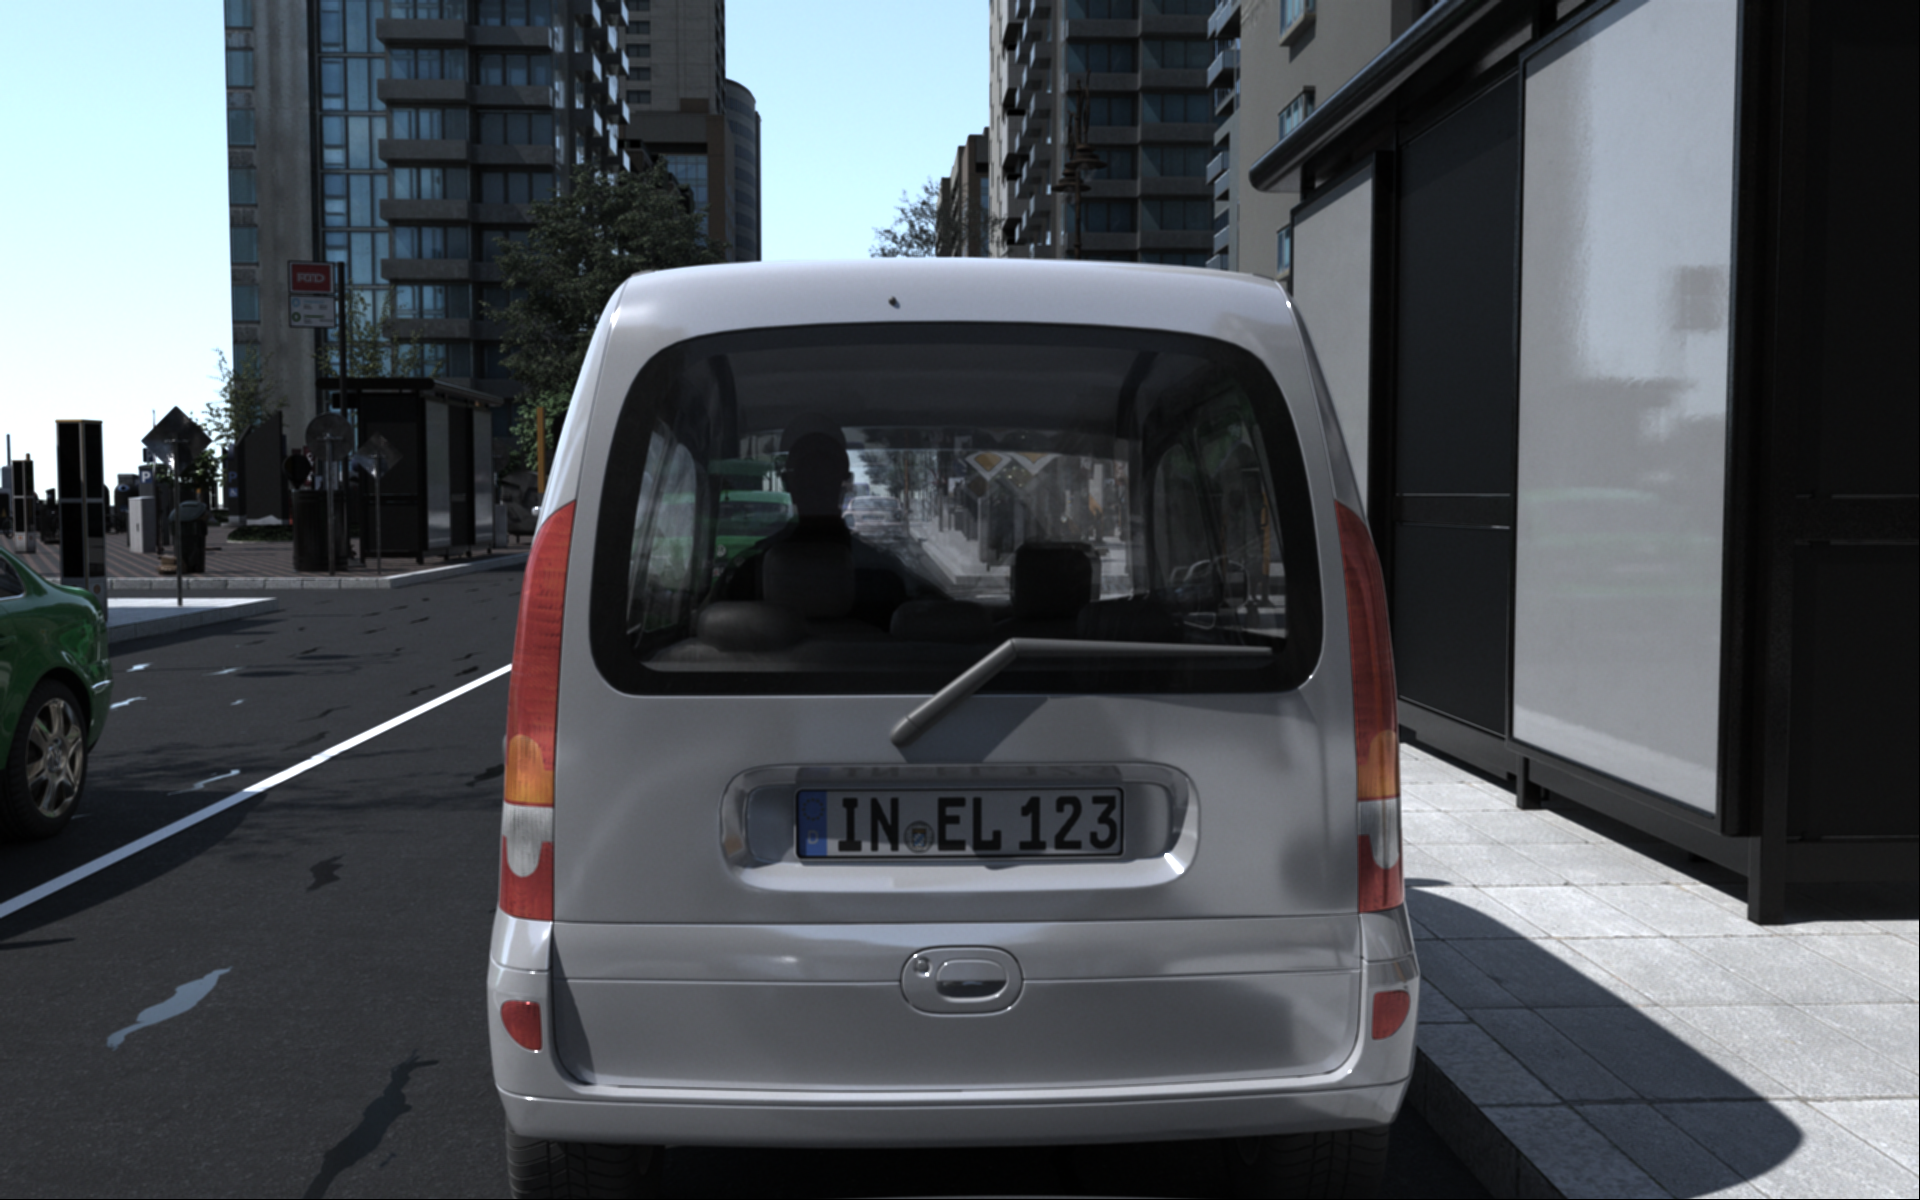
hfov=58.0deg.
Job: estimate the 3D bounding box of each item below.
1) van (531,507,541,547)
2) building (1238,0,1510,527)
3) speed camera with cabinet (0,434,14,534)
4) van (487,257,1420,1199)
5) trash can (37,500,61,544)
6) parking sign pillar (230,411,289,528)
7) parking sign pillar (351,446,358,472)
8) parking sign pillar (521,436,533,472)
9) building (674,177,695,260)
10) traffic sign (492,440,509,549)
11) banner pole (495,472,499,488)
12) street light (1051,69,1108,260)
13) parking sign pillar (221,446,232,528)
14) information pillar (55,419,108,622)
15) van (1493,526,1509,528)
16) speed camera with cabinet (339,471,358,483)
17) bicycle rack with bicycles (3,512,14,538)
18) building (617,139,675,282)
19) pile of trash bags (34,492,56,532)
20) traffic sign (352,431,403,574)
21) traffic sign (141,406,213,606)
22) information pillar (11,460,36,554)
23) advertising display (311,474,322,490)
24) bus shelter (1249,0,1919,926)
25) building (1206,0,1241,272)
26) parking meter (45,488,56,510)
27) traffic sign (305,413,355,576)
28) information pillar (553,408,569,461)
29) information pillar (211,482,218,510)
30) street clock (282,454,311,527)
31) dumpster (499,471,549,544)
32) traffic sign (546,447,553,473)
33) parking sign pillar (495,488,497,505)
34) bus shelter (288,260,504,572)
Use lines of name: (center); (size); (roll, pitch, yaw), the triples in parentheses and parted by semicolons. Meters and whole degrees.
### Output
van: (-5.951, -1.326, 28.690); (2.013, 2.044, 4.112); (0, 4, -2)
building: (18.919, -25.849, 46.326); (21.600, 48.544, 21.300); (0, 4, -3)
speed camera with cabinet: (-31.099, -3.792, 56.336); (0.660, 3.252, 2.038); (0, 4, 0)
van: (-0.082, 0.139, 4.740); (2.013, 2.044, 4.112); (0, 4, -2)
trash can: (-23.278, -2.007, 44.464); (0.748, 1.137, 0.748); (0, 3, 0)
parking sign pillar: (-22.566, -4.154, 56.384); (1.447, 3.967, 1.447); (1, 4, 13)
parking sign pillar: (-33.312, -6.558, 95.698); (1.447, 3.967, 1.447); (-1, 4, -23)
parking sign pillar: (-12.908, -3.989, 53.697); (1.447, 3.967, 1.447); (0, 4, 3)
building: (-31.336, -23.433, 154.831); (14.160, 30.474, 14.107); (0, 4, -3)
traffic sign: (-10.925, -2.473, 40.532); (0.768, 2.556, 0.104); (0, 4, 0)
banner pole: (-22.367, -5.662, 82.590); (0.863, 3.779, 0.401); (1, 4, 15)
street light: (1.319, -2.854, 19.449); (0.468, 5.910, 1.993); (0, 4, -3)
parking sign pillar: (-27.446, -4.744, 66.029); (1.447, 3.967, 1.447); (0, 4, 1)
information pillar: (-8.729, -0.779, 17.222); (0.304, 2.012, 0.304); (1, 4, 11)
van: (9.298, -1.066, 24.436); (4.112, 2.044, 2.013); (0, 4, -3)
speed camera with cabinet: (-24.684, -4.532, 68.429); (0.660, 3.252, 2.038); (2, 4, 32)
bicycle rack with bicycles: (-26.881, -2.302, 51.015); (2.852, 0.926, 2.925); (1, 4, 21)
building: (-31.362, -22.564, 140.621); (14.160, 30.474, 14.107); (0, 4, -3)
pile of trash bags: (-31.562, -3.074, 60.011); (3.447, 1.369, 1.912); (3, 4, 36)
traffic sign: (-9.323, -1.474, 27.747); (0.795, 2.450, 0.064); (0, 4, -3)
traffic sign: (-8.929, -0.987, 19.772); (0.795, 2.450, 0.064); (0, 4, -3)
information pillar: (-20.240, -2.016, 37.450); (0.304, 2.012, 0.304); (1, 4, 9)
advertising display: (-21.119, -3.191, 57.383); (0.123, 1.923, 0.974); (1, 4, 16)
bus shelter: (2.958, -1.936, 9.286); (2.179, 5.291, 8.768); (0, 4, -3)
building: (20.794, -47.229, 84.866); (22.319, 86.520, 31.000); (0, 4, -3)
parking meter: (-38.552, -3.977, 73.428); (0.372, 1.533, 0.369); (0, 3, 0)
traffic sign: (-9.881, -1.656, 27.176); (0.768, 2.556, 0.104); (0, 4, -2)
information pillar: (-10.561, -3.349, 46.113); (0.504, 3.616, 0.183); (-1, 4, -10)
information pillar: (-43.669, -5.929, 101.438); (0.304, 2.012, 0.304); (0, 4, -2)
street clock: (-12.096, -1.655, 31.635); (0.471, 2.002, 0.358); (-2, 4, -29)
dumpster: (-11.047, -2.364, 44.415); (1.264, 1.857, 1.865); (0, 4, -3)
traffic sign: (-10.862, -2.847, 46.656); (0.768, 2.556, 0.104); (0, 4, 2)
parking sign pillar: (-24.010, -6.032, 87.091); (1.447, 3.967, 1.447); (0, 4, -8)
bus shelter: (-10.595, -3.363, 32.612); (2.179, 5.291, 8.768); (0, 4, -3)
